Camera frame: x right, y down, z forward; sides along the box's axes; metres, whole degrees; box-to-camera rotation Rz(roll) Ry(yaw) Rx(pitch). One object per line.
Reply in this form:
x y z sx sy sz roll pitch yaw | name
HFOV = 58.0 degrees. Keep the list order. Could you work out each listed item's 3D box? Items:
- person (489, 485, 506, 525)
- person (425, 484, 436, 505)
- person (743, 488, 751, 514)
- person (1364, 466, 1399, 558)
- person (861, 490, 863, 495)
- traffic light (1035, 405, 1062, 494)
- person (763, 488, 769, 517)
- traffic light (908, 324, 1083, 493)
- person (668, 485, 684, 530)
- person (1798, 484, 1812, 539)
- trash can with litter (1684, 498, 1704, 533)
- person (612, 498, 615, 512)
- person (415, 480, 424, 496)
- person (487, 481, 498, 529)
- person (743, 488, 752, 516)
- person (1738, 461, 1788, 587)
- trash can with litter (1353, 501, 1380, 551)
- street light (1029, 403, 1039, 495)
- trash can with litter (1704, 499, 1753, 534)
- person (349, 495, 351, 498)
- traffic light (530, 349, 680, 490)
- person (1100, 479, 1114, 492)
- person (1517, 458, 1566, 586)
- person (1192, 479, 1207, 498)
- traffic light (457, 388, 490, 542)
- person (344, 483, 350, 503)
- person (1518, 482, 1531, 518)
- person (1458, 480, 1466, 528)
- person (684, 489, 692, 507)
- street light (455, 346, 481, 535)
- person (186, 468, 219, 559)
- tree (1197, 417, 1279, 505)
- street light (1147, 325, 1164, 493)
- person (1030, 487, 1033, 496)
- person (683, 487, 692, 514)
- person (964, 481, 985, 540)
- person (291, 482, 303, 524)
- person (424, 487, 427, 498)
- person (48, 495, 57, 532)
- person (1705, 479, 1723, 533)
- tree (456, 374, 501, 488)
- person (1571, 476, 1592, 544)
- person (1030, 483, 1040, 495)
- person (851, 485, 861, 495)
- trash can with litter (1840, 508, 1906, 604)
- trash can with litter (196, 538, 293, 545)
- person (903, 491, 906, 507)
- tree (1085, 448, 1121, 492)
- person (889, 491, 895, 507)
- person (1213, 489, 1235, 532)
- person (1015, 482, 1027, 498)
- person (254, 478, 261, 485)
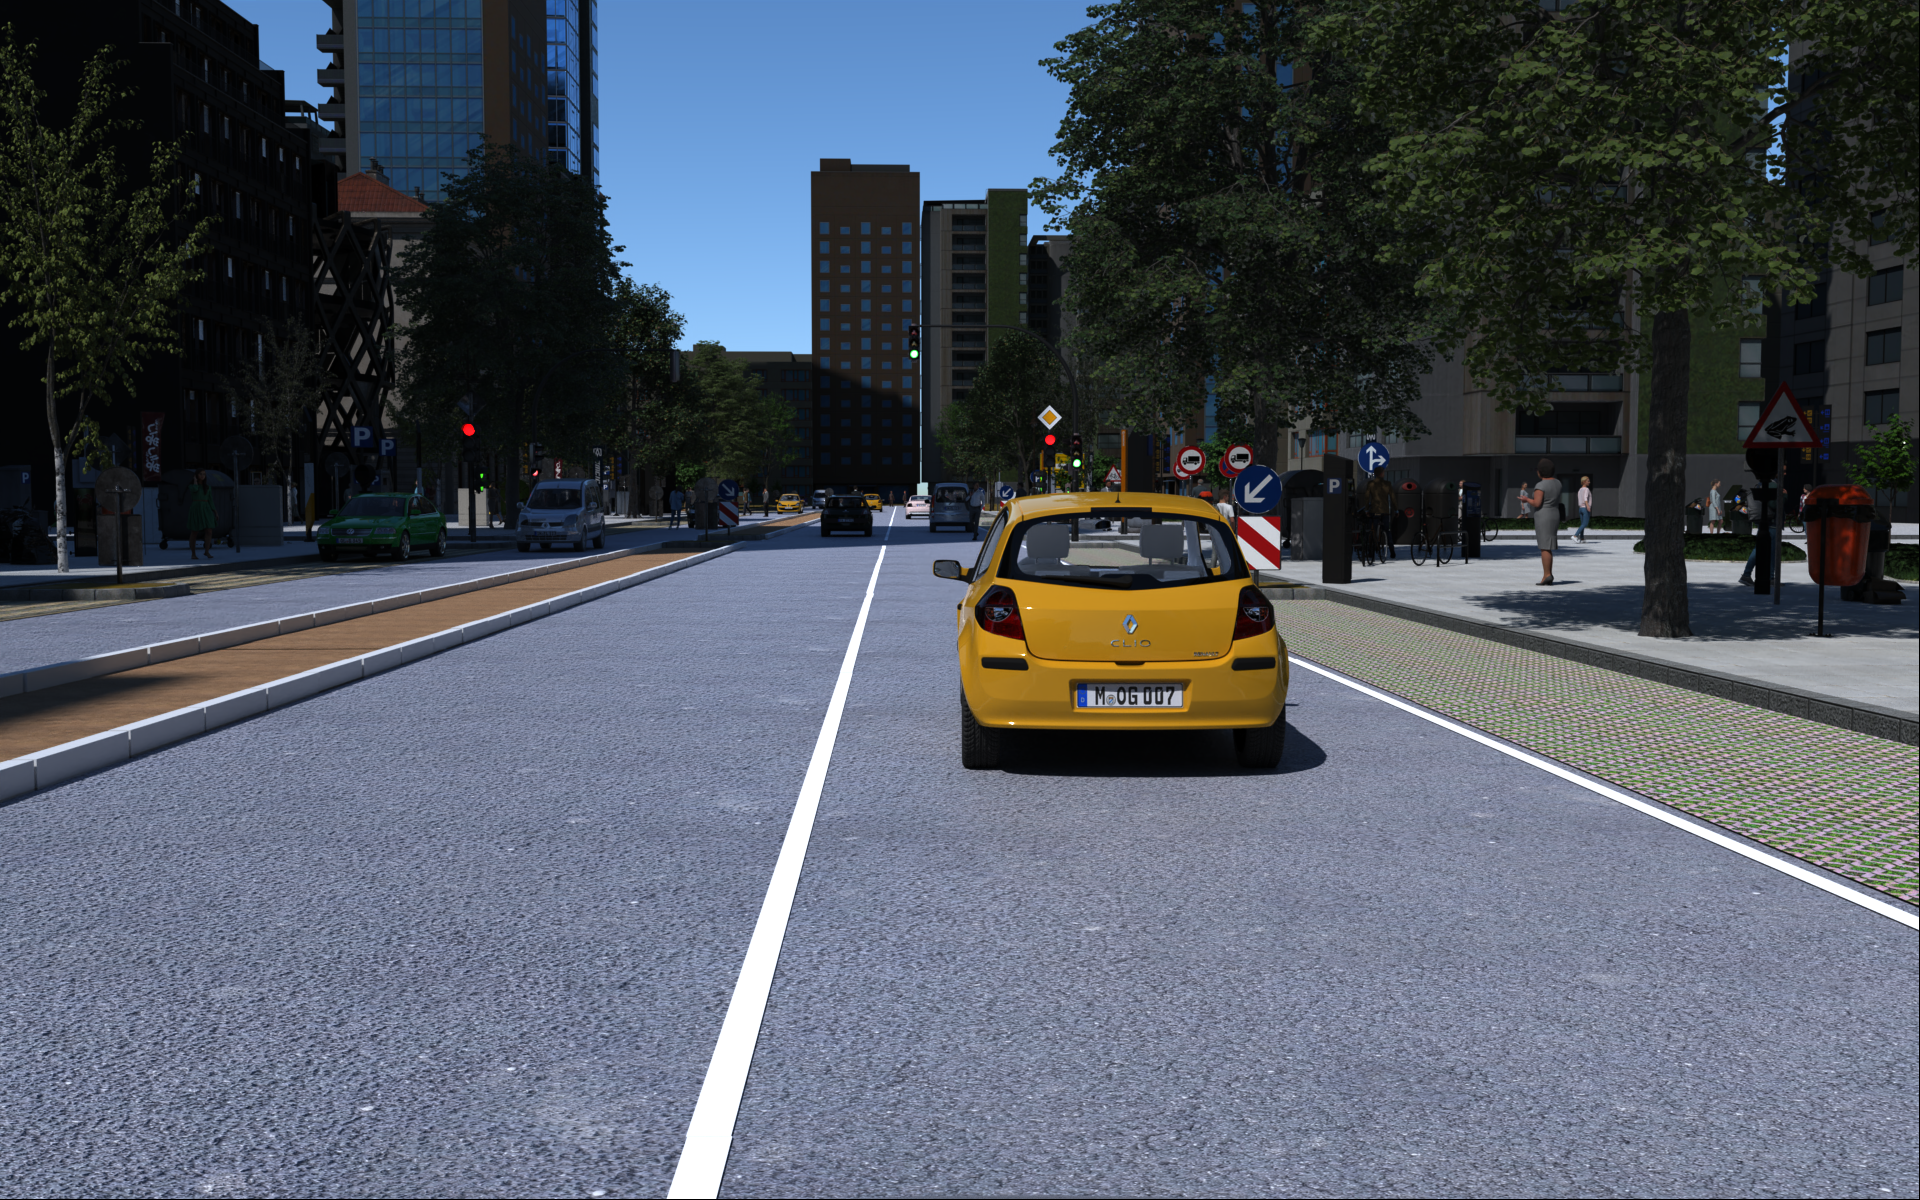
-19.141 -4.049 72.468 1.509 1.804 0.699 -1 4 -12 | person
-29.970 -5.623 97.950 0.580 1.828 0.573 -3 5 -42 | person
-15.572 -7.229 126.557 0.638 1.841 0.748 -2 4 -25 | person
8.469 -1.762 34.768 0.656 1.842 0.836 -2 4 -27 | person
-9.446 -9.704 167.143 0.705 1.826 1.348 0 4 -6 | person
2.801 -4.021 54.668 0.839 4.253 0.868 0 4 -2 | traffic light
-12.280 -6.161 109.417 0.473 1.802 0.592 0 4 7 | person
0.991 -4.392 46.474 4.771 5.953 1.251 0 4 -2 | traffic light
-11.477 -3.741 69.935 0.793 1.790 0.793 -2 4 -34 | person
24.983 -2.546 50.966 0.643 1.720 0.563 -2 4 -29 | person
23.152 -2.679 55.189 1.055 1.170 0.624 3 5 42 | trash can with litter
-25.291 -7.432 126.918 0.648 1.900 0.474 2 4 35 | person
-19.895 -3.548 63.919 0.748 1.841 0.638 -2 4 -26 | person
-17.414 -3.558 64.558 0.374 1.781 0.599 0 4 7 | person
-14.247 -6.552 115.544 0.836 1.842 0.656 -2 4 -29 | person
11.157 -1.069 23.876 0.721 1.781 0.623 0 4 -5 | person
8.982 -1.696 39.115 1.055 1.170 0.624 1 4 19 | trash can with litter
3.719 -6.979 86.887 0.468 5.910 1.993 0 4 -2 | street light
19.744 -2.011 44.271 0.624 1.170 1.055 -2 4 -35 | trash can with litter
-24.046 -3.828 68.835 0.583 1.804 0.606 -3 4 -36 | person
-11.163 -4.865 54.203 4.771 5.953 1.251 0 4 -2 | traffic light
5.117 -3.297 60.215 0.678 1.792 0.850 -2 4 -31 | person
8.222 -1.100 24.380 0.716 1.782 0.532 -3 4 -37 | person
8.367 -3.321 60.513 0.661 1.801 0.590 1 4 9 | person
-12.972 -3.498 46.115 0.839 4.253 0.868 0 4 -2 | traffic light
-26.824 -4.274 76.405 0.782 1.767 0.515 0 4 1 | person
20.774 -3.493 63.903 0.760 1.731 0.466 0 4 -3 | person
17.018 -3.191 58.760 0.362 1.759 0.519 -3 5 -42 | person
-19.002 -7.048 121.761 0.782 1.767 0.515 -2 4 -34 | person
-15.377 -4.983 54.265 0.468 5.910 1.993 0 4 -2 | street light
-14.938 -1.700 34.083 0.529 1.795 0.600 2 4 30 | person
11.248 -5.281 70.052 4.285 4.588 4.351 0 3 0 | tree
5.189 -4.494 46.268 0.468 5.910 1.993 0 4 -2 | street light
5.482 -7.521 129.287 0.678 1.792 0.850 -3 4 -38 | person
-17.244 -6.300 109.613 0.480 1.755 0.524 1 4 13 | person
0.447 -2.776 53.994 0.679 1.850 0.850 1 4 16 | person
-28.144 -4.102 73.333 0.641 1.798 0.478 0 4 -2 | person
-32.636 -6.093 105.847 0.721 1.800 0.419 -3 5 -42 | person
-30.291 -2.922 58.071 0.306 1.304 0.590 3 4 38 | person
21.000 -2.515 48.167 0.522 1.701 0.512 2 4 27 | person
-26.009 -8.747 93.383 4.360 8.622 3.978 0 3 0 | tree
16.091 -2.330 44.807 0.598 1.740 0.731 -1 4 -15 | person
4.038 -5.303 92.109 0.648 1.900 0.474 1 4 22 | person
-5.656 -5.333 95.057 0.648 1.900 0.474 -1 4 -12 | person
10.875 -0.560 20.539 0.624 1.170 1.055 0 3 0 | trash can with litter
-18.308 -2.036 44.348 2.233 1.210 1.678 -1 4 -19 | trash can with litter
-5.974 -10.855 186.536 0.434 1.755 0.990 -1 4 -11 | person
9.989 -8.605 124.399 4.285 4.588 4.351 0 3 0 | tree
-7.800 -11.545 197.818 0.434 1.755 0.990 -3 5 -41 | person
4.314 -1.085 28.843 0.503 1.515 0.523 0 4 -2 | person
2.070 -3.261 61.617 0.447 1.846 0.655 3 4 38 | person
-22.617 -3.033 55.807 0.661 1.801 0.590 0 4 -6 | person
